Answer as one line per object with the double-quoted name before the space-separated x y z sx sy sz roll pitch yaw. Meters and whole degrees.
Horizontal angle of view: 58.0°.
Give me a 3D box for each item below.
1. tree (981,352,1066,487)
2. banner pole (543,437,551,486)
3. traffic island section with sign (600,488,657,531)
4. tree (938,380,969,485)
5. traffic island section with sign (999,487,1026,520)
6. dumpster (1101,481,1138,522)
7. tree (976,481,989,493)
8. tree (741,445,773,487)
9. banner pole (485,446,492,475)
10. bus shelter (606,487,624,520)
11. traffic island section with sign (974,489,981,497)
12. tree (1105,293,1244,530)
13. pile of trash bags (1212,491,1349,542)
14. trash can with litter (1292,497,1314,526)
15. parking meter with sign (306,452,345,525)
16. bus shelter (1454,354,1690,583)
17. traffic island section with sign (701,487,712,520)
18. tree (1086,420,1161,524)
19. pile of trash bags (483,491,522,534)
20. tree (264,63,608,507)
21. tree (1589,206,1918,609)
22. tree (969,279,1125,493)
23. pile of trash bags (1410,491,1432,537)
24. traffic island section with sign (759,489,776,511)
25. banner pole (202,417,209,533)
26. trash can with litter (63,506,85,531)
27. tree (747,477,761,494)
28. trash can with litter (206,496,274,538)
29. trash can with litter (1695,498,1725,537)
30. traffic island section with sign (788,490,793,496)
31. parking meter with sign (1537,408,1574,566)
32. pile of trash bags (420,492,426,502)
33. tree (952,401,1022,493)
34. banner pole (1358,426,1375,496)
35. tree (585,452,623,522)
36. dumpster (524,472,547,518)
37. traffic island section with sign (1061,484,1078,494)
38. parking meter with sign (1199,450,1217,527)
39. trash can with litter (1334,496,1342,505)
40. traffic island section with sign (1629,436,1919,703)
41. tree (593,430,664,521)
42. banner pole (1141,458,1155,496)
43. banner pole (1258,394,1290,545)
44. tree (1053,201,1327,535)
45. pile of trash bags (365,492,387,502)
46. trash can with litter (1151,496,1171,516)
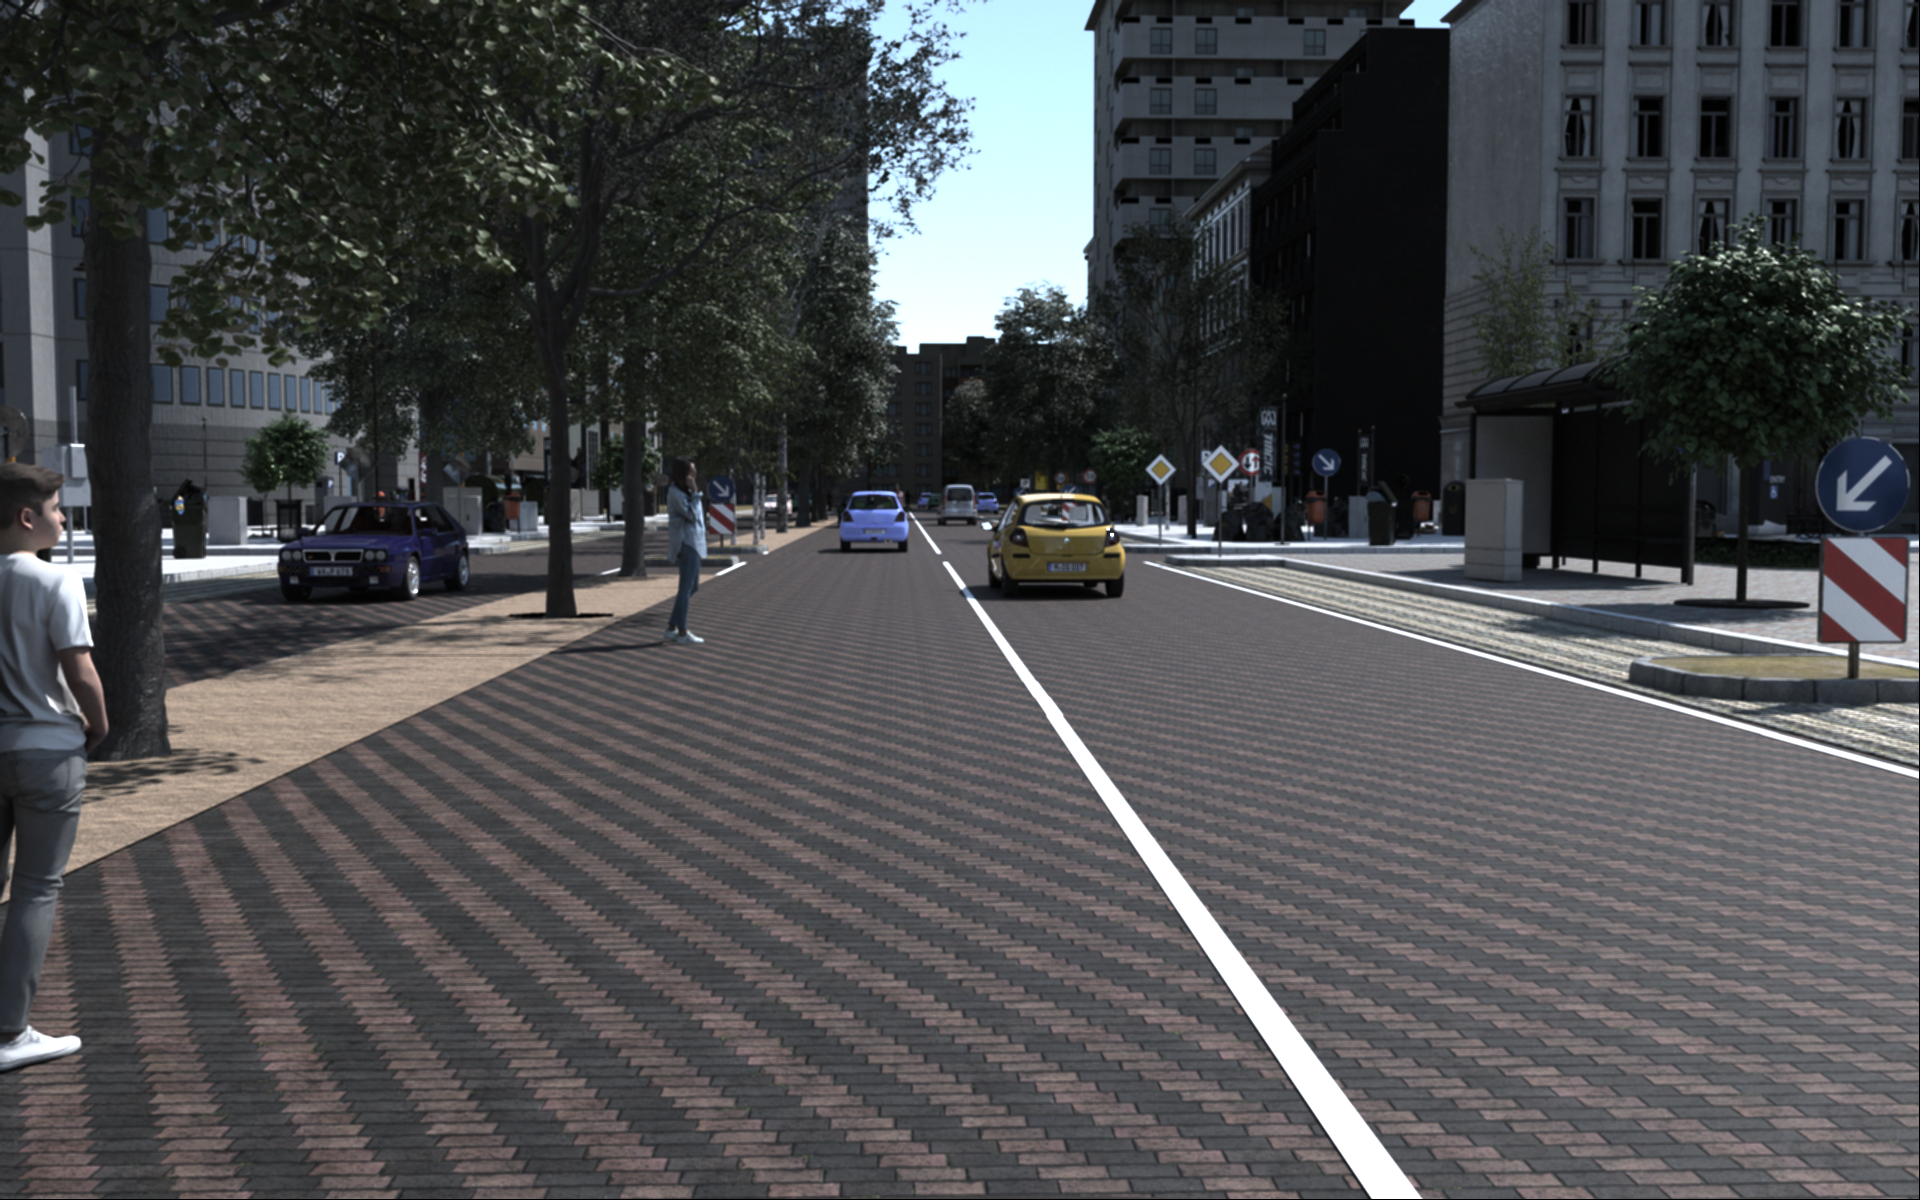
"tree" 5.198 -13.277 135.198 7.486 12.596 7.792 0 3 0
"banner pole" -15.716 -4.719 67.173 0.863 3.779 0.401 0 4 -8
"traffic island section with sign" -12.867 -3.600 67.492 1.989 1.847 2.006 0 4 -2
"tree" 2.204 -17.097 186.195 9.857 13.997 8.962 0 3 0
"traffic island section with sign" 3.125 -5.261 94.644 1.989 1.847 2.006 0 4 -2
"dumpster" 7.513 -4.829 81.449 1.502 2.255 1.985 0 4 -2
"tree" 2.513 -12.231 194.582 1.663 3.219 1.824 0 3 0
"tree" -19.963 -14.877 177.645 8.767 10.594 7.601 3 4 38
"banner pole" -24.334 -6.075 89.336 0.401 3.779 0.863 -3 5 -42
"bus shelter" -16.938 -5.795 88.672 2.014 3.302 5.546 0 4 -2
"traffic island section with sign" 1.302 -8.329 144.803 1.989 1.847 2.006 0 4 -2
"tree" 7.346 -6.812 61.733 4.360 8.622 3.978 0 3 0
"pile of trash bags" 8.682 -2.302 47.391 3.447 1.369 1.912 -2 4 -32
"trash can with litter" 13.756 -3.518 68.900 1.055 1.170 0.624 2 4 32
"parking meter with sign" -26.374 -4.624 71.858 1.738 3.016 0.543 1 4 19
"bus shelter" 9.651 -2.041 27.288 2.014 3.302 5.546 0 4 -2
"traffic island section with sign" -13.862 -5.274 94.863 1.989 1.847 2.006 0 4 -2
"tree" 7.132 -5.599 75.257 4.285 4.588 4.351 0 3 0
"pile of trash bags" -15.632 -2.893 57.060 3.447 1.369 1.912 3 4 37
"tree" -15.286 -8.795 50.460 9.857 13.997 8.962 0 3 0
"tree" 8.974 -2.216 19.952 4.285 4.588 4.351 0 3 0
"tree" 5.560 -11.963 102.253 9.857 13.997 8.962 0 3 0
"pile of trash bags" 12.379 -2.570 51.779 3.447 1.369 1.912 0 4 -1
"traffic island section with sign" -15.668 -8.311 144.515 1.989 1.847 2.006 0 4 -2
"banner pole" -24.575 -4.061 56.407 0.401 3.779 0.863 -1 4 -22
"trash can with litter" -31.262 -3.021 60.451 1.678 1.210 2.233 0 4 3
"tree" -20.075 -10.798 171.153 1.663 3.219 1.824 0 3 0
"trash can with litter" -21.191 -2.452 51.146 2.233 1.210 1.678 0 4 0
"trash can with litter" 19.747 -2.101 45.734 1.055 1.170 0.624 -2 4 -31
"traffic island section with sign" -16.659 -9.959 171.452 1.989 1.847 2.006 0 4 -2
"parking meter with sign" 10.056 -2.134 31.156 1.738 3.016 0.543 0 4 3
"pile of trash bags" -29.994 -5.294 96.313 1.912 1.369 3.447 -1 4 -15
"tree" 3.063 -13.746 159.155 8.767 10.594 7.601 2 4 34
"banner pole" 15.115 -4.542 64.278 0.401 3.779 0.863 -3 4 -36
"tree" -16.197 -5.187 79.416 1.663 3.219 1.824 0 3 0
"dumpster" -18.376 -4.530 76.551 1.502 2.255 1.985 0 4 -2
"traffic island section with sign" 4.106 -3.613 67.697 1.989 1.847 2.006 0 4 -2
"parking meter with sign" 9.766 -4.379 67.851 0.543 3.016 1.738 0 4 -1
"trash can with litter" 12.870 -2.951 59.301 1.678 1.210 2.233 0 4 6
"traffic island section with sign" 6.102 -0.252 12.744 1.989 1.847 2.006 0 4 -2
"tree" -15.903 -6.072 82.995 4.285 4.588 4.351 0 3 0
"banner pole" 11.439 -7.036 105.052 0.863 3.779 0.401 -1 4 -13
"banner pole" 7.892 -3.271 43.499 0.863 3.779 0.401 0 4 -6
"tree" 7.312 -7.356 54.675 8.767 10.594 7.601 0 4 -4
"pile of trash bags" -21.482 -3.344 64.420 1.912 1.369 3.447 -1 4 -15
"trash can with litter" 11.496 -5.522 101.346 1.678 1.210 2.233 1 4 20
